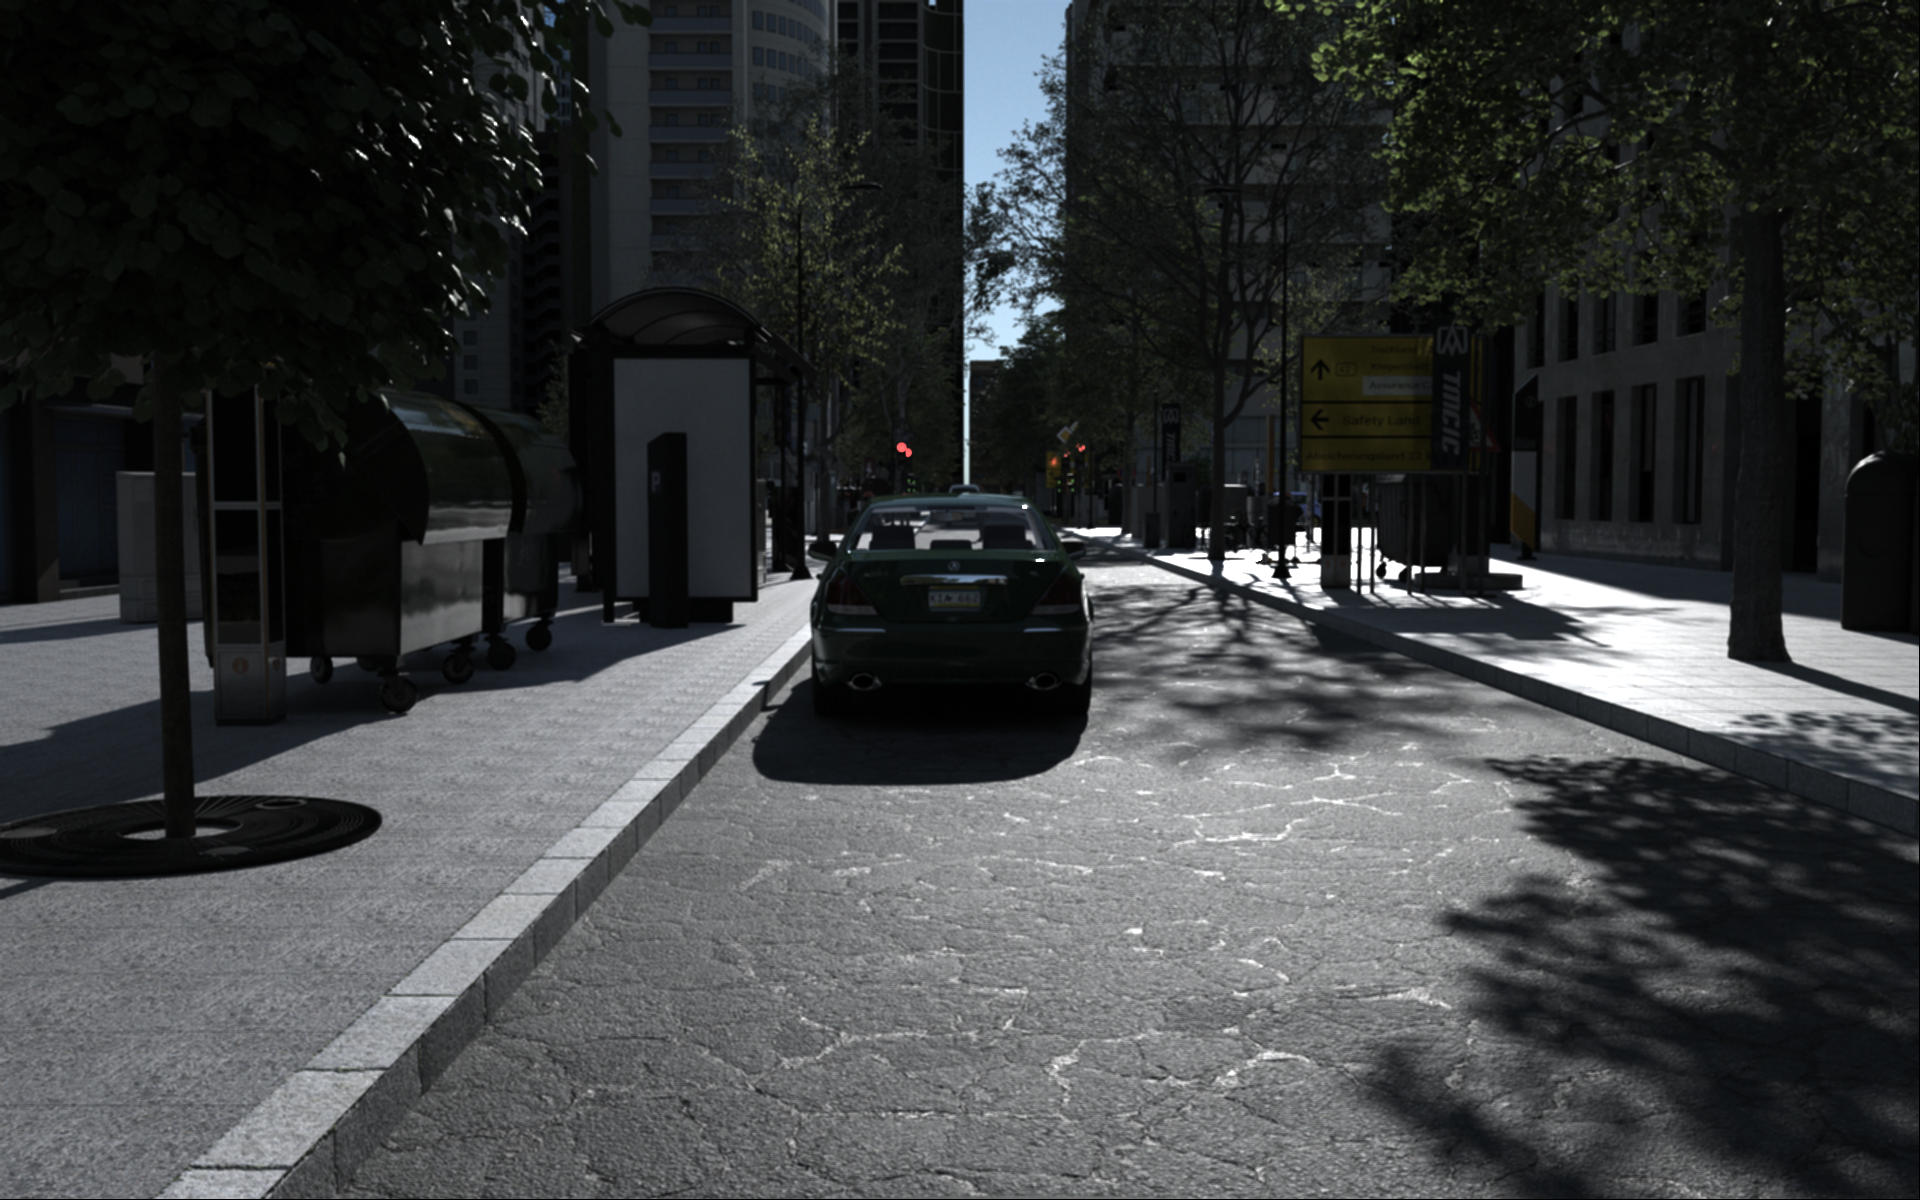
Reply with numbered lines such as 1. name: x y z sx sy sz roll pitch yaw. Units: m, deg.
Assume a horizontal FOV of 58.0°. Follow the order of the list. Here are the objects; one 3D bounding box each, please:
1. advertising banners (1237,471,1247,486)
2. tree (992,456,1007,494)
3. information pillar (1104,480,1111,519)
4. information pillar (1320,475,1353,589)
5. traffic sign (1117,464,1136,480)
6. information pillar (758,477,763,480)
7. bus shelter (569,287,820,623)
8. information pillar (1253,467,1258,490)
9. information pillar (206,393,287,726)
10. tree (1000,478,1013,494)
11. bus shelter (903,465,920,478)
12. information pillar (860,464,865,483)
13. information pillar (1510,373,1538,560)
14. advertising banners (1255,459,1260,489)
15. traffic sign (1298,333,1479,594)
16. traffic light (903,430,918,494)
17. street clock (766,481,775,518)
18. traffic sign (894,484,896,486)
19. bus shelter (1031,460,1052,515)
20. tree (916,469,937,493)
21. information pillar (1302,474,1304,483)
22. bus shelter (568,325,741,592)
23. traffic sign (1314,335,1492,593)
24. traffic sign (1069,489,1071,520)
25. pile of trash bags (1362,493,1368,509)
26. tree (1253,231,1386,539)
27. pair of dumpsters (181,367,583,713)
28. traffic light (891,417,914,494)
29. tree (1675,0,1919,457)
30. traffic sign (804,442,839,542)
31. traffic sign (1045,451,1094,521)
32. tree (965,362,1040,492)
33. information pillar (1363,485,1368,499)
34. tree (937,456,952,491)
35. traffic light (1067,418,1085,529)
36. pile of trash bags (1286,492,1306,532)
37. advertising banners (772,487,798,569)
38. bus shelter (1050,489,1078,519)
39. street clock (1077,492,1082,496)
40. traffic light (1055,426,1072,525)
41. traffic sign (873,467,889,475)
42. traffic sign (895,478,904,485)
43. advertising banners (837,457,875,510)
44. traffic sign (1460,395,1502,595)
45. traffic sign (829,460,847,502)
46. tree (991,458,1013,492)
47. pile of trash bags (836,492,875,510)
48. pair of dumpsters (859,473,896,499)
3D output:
1. advertising banners: 21.220 -8.338 132.516 0.090 3.025 2.074 -3 4 -37
2. tree: 4.654 -14.258 183.487 4.737 8.622 4.395 0 3 0
3. information pillar: 7.522 -5.132 88.395 0.304 2.012 0.304 2 4 25
4. information pillar: 5.110 -1.163 23.507 0.304 2.012 0.304 -2 4 -31
5. traffic sign: 6.858 -4.359 71.375 0.768 2.556 0.104 0 4 3
6. information pillar: -8.412 -4.164 72.576 0.304 2.012 0.304 0 4 5
7. bus shelter: -2.814 -1.578 19.720 2.014 3.302 5.546 0 4 0
8. information pillar: 23.270 -8.855 136.133 0.504 3.616 0.183 -2 4 -35
9. information pillar: -3.972 -0.316 9.651 0.304 2.012 0.304 0 4 -2
10. tree: 5.196 -11.137 176.698 1.663 3.219 1.824 0 3 0
11. bus shelter: -4.023 -8.901 136.814 1.731 3.624 6.357 0 4 0
12. information pillar: -6.826 -8.028 122.615 0.504 3.616 0.183 2 4 29
13. information pillar: 10.936 -2.580 33.539 0.504 3.616 0.183 -1 4 -8
14. advertising banners: 15.155 -5.522 86.472 0.090 3.025 2.074 2 4 35
15. traffic sign: 5.425 -1.722 22.033 2.265 3.308 0.079 0 4 0
16. traffic light: -2.135 -5.038 71.295 0.839 4.253 0.868 0 4 0
17. street clock: -10.125 -5.380 92.533 0.358 2.002 0.471 3 4 37
18. traffic sign: -4.672 -8.044 131.631 0.768 2.556 0.104 0 4 3
19. bus shelter: 5.295 -6.628 102.296 2.014 3.302 5.546 0 4 0
20. tree: -3.755 -10.977 163.190 4.285 4.588 4.351 0 3 0
21. information pillar: 26.864 -8.825 135.636 0.183 3.616 0.504 0 4 -4
22. bus shelter: -4.276 -2.103 25.660 1.731 3.624 6.357 0 4 0
23. traffic sign: 5.668 -1.741 22.343 2.265 3.308 0.079 0 4 3
24. traffic sign: 5.529 -5.323 87.039 0.884 2.594 0.081 0 4 6
25. pile of trash bags: 22.597 -5.722 103.302 3.447 1.369 1.912 0 4 5
26. tree: 10.043 -6.039 49.107 4.360 8.622 3.978 0 3 0
27. pair of dumpsters: -3.834 -0.585 12.060 1.574 2.255 4.437 0 4 0
28. traffic light: -2.102 -4.550 63.310 0.839 4.253 0.868 0 4 0
29. tree: 10.542 -4.252 19.880 4.737 8.622 4.395 0 3 0
30. traffic sign: -3.092 -2.283 38.516 0.795 2.450 0.064 0 4 5
31. traffic sign: 5.139 -5.339 81.166 2.265 3.308 0.079 0 4 2
32. tree: 5.347 -15.805 165.060 9.857 13.997 8.962 0 3 0
33. information pillar: 30.399 -8.484 130.069 0.504 3.616 0.183 0 4 -5
34. tree: -3.140 -15.991 211.820 4.360 8.622 3.978 0 3 0
35. traffic light: 4.359 -4.552 63.352 0.839 4.253 0.868 0 4 0
36. pile of trash bags: 11.275 -3.114 60.660 1.912 1.369 3.447 1 4 15
37. advertising banners: -3.709 -2.037 29.500 2.074 3.025 0.090 -1 4 -11
38. bus shelter: 5.887 -7.156 94.628 2.179 5.291 8.768 0 3 0
39. street clock: 5.684 -4.738 82.038 0.358 2.002 0.471 0 4 0
40. traffic light: 4.326 -5.041 71.337 0.839 4.253 0.868 0 4 0
41. traffic sign: -3.702 -4.969 81.354 0.768 2.556 0.104 0 4 6
42. traffic sign: -4.330 -7.554 123.609 0.768 2.556 0.104 0 4 6
43. advertising banners: -5.057 -5.300 82.839 2.074 3.025 0.090 1 4 13
44. traffic sign: 6.380 -1.339 21.893 0.884 2.594 0.081 0 4 2
45. traffic sign: -4.526 -3.862 63.251 0.768 2.556 0.104 0 4 5
46. tree: 5.067 -15.483 203.511 4.360 8.622 3.978 0 3 0
47. pile of trash bags: -5.227 -5.398 98.010 3.447 1.369 1.912 2 4 31
48. pair of dumpsters: -3.696 -4.584 77.435 1.574 2.255 4.437 0 4 0
